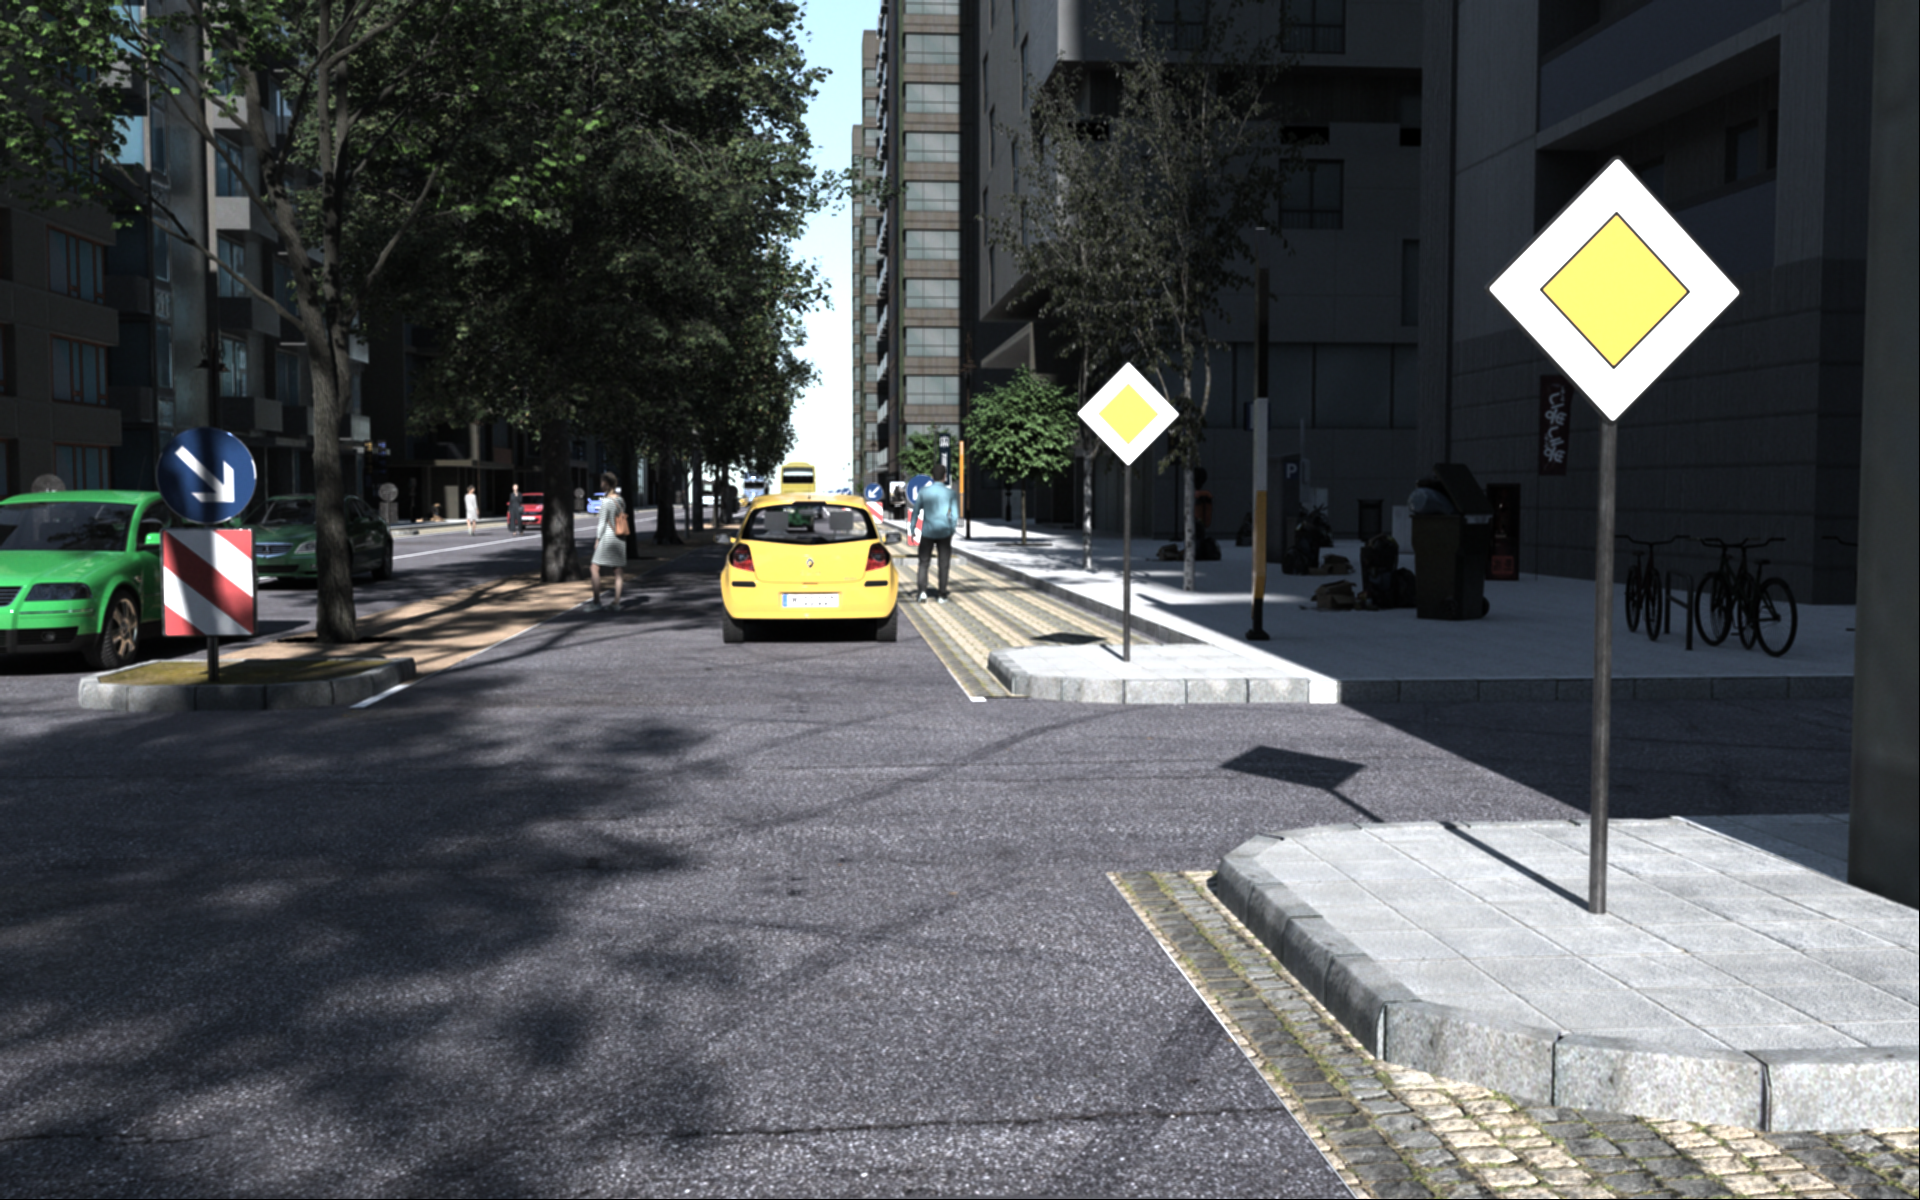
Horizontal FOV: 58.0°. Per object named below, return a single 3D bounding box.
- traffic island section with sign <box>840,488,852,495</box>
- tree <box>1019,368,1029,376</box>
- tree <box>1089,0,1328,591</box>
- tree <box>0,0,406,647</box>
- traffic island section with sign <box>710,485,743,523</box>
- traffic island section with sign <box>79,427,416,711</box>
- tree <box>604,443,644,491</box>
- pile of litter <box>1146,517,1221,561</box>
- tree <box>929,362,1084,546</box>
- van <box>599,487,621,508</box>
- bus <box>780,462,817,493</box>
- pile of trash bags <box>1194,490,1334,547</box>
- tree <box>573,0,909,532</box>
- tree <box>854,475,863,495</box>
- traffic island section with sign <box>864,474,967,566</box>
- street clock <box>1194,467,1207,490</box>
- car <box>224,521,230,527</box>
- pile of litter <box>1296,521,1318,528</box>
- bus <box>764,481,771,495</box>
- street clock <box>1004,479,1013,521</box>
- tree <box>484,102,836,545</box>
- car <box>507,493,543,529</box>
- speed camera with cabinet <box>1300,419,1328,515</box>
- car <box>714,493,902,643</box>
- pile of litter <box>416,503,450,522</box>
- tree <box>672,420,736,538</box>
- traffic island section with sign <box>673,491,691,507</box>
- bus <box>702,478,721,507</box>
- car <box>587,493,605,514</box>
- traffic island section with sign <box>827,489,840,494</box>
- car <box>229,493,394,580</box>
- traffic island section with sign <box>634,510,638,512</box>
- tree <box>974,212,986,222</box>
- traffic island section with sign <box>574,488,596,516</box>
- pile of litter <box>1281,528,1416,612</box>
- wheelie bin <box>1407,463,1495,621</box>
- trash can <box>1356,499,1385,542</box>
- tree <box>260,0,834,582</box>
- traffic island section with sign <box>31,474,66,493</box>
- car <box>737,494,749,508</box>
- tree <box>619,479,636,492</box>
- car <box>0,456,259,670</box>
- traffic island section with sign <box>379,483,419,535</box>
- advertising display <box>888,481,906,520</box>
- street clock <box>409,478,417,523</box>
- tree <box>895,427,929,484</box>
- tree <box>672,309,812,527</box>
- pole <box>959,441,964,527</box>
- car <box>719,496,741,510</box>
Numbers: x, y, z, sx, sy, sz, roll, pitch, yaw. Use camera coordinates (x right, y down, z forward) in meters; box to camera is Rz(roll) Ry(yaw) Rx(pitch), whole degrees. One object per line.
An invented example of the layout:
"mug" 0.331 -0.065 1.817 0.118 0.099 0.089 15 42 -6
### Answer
"traffic island section with sign" -3.259 -3.317 62.854 1.989 1.847 2.006 0 4 -5
"tree" 4.306 -7.814 78.114 4.737 8.622 4.395 0 3 0
"tree" 2.817 -4.428 22.760 4.360 8.622 3.978 0 3 0
"tree" -6.120 -5.397 16.449 9.928 11.665 9.643 0 3 0
"traffic island section with sign" -11.544 -4.839 87.261 2.006 1.907 1.989 0 4 -5
"traffic island section with sign" -5.156 -0.260 12.393 2.006 1.907 1.989 0 4 -5
"tree" -31.389 -13.010 163.074 4.737 8.622 4.395 0 3 0
"pile of litter" 4.343 -1.198 33.558 1.719 0.858 1.176 -1 4 -18
"tree" 1.689 -3.647 43.341 4.285 4.588 4.351 0 3 0
"van" -21.062 -6.067 106.201 2.013 2.044 4.112 0 4 -5
"bus" -12.247 -8.537 131.129 2.896 3.916 12.252 0 4 -5
"pile of trash bags" 7.263 -1.984 42.187 3.447 1.369 1.912 0 4 -7
"tree" -8.598 -12.574 63.936 12.611 20.169 13.585 0 3 0
"tree" -9.659 -10.884 172.555 1.663 3.219 1.824 0 3 0
"traffic island section with sign" -0.924 -1.638 35.413 1.989 1.847 2.006 0 4 -5
"street clock" 6.462 -2.595 47.001 0.358 2.002 0.471 -2 4 -32
"car" -13.237 -0.990 27.992 2.131 1.459 4.920 0 4 -6
"pile of litter" 5.847 -0.853 27.911 1.719 0.858 1.176 -3 5 -39
"bus" -27.524 -14.924 238.863 2.948 3.499 13.247 0 4 -5
"street clock" 2.287 -4.704 81.486 0.358 2.002 0.471 3 4 37
"tree" -8.298 -7.892 48.491 9.611 12.733 9.660 0 3 0
"car" -17.153 -3.732 70.055 2.155 1.783 4.494 0 4 -5
"speed camera with cabinet" 9.207 -3.176 46.262 0.660 3.252 2.038 2 4 32
"car" -1.581 -0.482 18.110 2.015 1.641 3.980 0 4 -5
"pile of litter" -24.616 -4.089 80.819 1.719 0.858 1.176 3 4 38
"tree" -8.811 -6.291 55.670 4.360 8.622 3.978 0 3 0
"traffic island section with sign" -31.446 -11.324 193.773 1.989 1.847 2.006 0 4 -5
"bus" -27.544 -12.070 192.211 2.948 3.499 13.247 0 4 -6
"car" -25.114 -6.851 121.603 1.945 1.707 3.694 0 4 -4
"traffic island section with sign" -9.803 -8.007 139.549 1.989 1.847 2.006 0 4 -5
"car" -10.373 -0.972 27.683 2.131 1.459 4.920 0 4 -6
"traffic island section with sign" -26.681 -7.909 137.941 1.989 1.847 2.006 0 4 -5
"tree" 2.429 -4.843 29.540 4.360 8.622 3.978 0 3 0
"traffic island section with sign" -24.403 -6.266 111.082 1.989 1.847 2.006 0 4 -5
"pile of litter" 4.502 -0.342 19.553 1.719 0.858 1.176 -2 4 -26
"wheelie bin" 5.020 -0.607 17.825 0.980 1.594 0.693 -3 5 -45
"trash can" 10.991 -2.126 46.406 0.748 1.137 0.748 0 3 0
"tree" -6.488 -7.255 27.729 9.857 13.997 8.962 0 3 0
"traffic island section with sign" -17.796 -1.517 33.428 1.989 1.847 2.006 0 4 -5
"car" -23.413 -10.625 183.936 2.015 1.641 3.980 0 4 -6
"tree" -32.572 -10.687 169.334 1.663 3.219 1.824 0 3 0
"car" -7.781 -0.407 15.451 1.959 1.807 4.718 0 4 -4
"traffic island section with sign" -20.109 -3.186 60.726 1.989 1.847 2.006 0 4 -5
"advertising display" -3.109 -4.913 85.548 0.974 1.923 0.123 -3 4 -36
"street clock" -24.684 -4.499 78.130 0.358 2.002 0.471 -2 4 -31
"tree" -1.193 -5.741 77.586 4.285 4.588 4.351 0 3 0
"tree" -10.621 -8.421 74.550 8.767 10.594 7.601 0 4 -5
"pole" 0.053 -4.453 66.650 0.158 3.312 0.155 0 3 0
"car" -20.507 -8.844 154.382 2.009 1.686 4.222 0 4 -6
